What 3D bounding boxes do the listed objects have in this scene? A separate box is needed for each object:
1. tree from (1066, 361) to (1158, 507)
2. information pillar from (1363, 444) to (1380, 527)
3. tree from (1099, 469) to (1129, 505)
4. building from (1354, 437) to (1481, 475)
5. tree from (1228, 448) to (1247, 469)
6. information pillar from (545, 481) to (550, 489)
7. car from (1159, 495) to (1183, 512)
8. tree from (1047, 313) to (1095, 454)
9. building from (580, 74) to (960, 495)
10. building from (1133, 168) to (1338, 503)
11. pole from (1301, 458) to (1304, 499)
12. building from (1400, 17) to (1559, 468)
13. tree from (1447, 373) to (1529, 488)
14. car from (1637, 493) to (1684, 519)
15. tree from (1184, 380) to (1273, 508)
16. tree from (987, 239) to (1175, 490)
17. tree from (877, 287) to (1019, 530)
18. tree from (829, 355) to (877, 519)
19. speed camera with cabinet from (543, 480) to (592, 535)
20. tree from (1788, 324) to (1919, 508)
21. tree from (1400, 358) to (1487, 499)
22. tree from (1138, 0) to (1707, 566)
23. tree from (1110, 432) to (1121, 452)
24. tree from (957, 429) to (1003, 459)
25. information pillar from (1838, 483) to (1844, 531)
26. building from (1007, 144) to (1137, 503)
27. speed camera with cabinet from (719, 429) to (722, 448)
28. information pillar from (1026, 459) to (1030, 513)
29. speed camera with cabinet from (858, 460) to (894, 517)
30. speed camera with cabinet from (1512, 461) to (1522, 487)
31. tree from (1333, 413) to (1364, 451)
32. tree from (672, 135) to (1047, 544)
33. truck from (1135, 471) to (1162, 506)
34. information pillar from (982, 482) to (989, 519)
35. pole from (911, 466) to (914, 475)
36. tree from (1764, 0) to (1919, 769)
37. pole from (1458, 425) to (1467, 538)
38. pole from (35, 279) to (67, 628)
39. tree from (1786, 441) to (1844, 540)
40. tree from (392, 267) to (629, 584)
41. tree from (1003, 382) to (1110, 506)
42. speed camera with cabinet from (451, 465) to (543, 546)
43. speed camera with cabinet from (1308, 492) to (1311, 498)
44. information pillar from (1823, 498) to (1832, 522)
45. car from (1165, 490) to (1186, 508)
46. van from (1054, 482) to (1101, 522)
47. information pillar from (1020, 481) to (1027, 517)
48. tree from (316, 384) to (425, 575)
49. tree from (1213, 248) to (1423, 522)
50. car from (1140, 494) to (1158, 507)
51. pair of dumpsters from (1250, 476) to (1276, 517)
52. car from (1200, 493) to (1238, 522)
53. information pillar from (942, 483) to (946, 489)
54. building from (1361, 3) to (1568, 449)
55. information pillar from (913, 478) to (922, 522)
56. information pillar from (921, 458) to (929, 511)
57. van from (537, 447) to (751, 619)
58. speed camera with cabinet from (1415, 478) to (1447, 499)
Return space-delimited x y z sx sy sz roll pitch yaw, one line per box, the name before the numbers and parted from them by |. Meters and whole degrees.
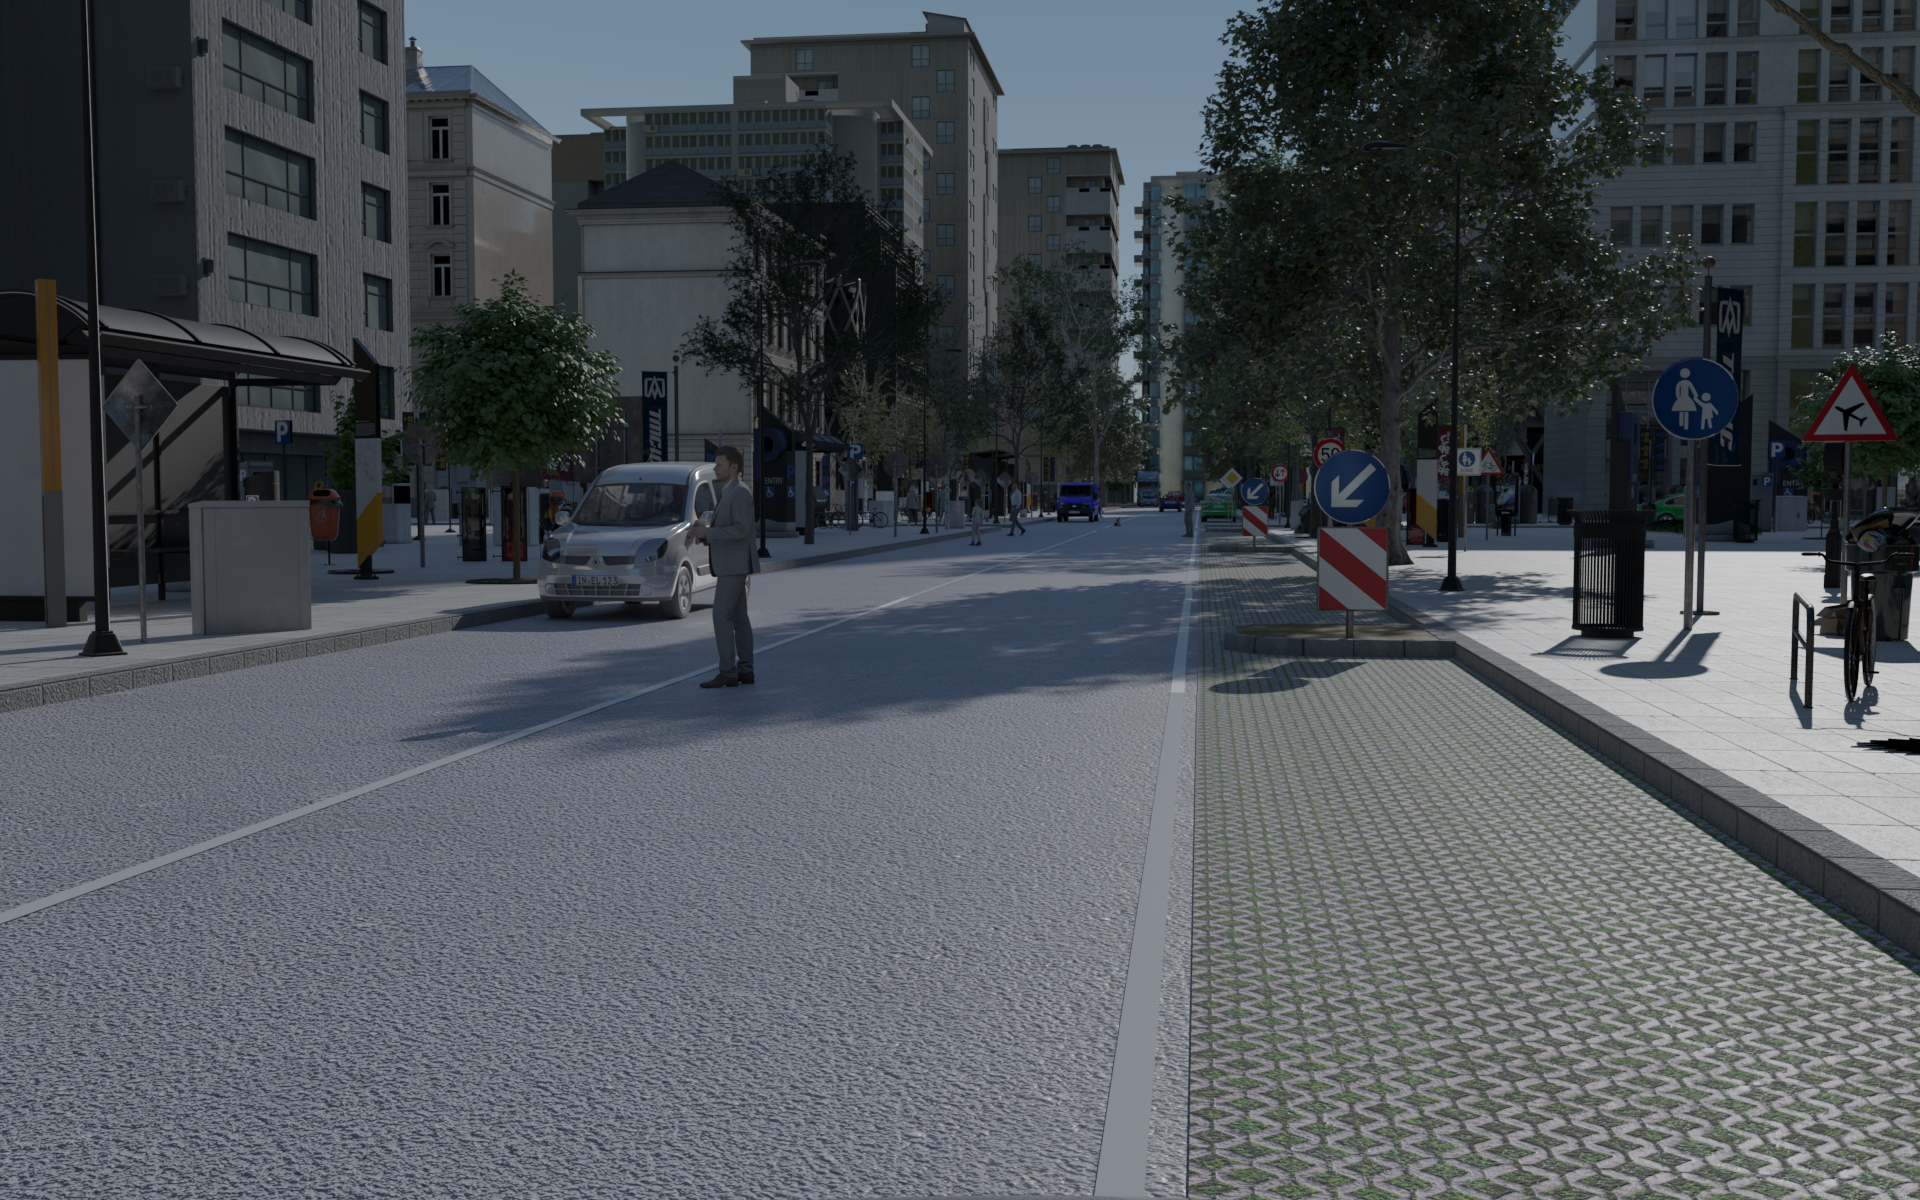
tree | 13.839 -15.844 165.702 9.857 13.997 8.962 0 3 0
information pillar | 10.262 -3.151 42.875 0.504 3.616 0.183 0 4 -2
tree | 17.500 -13.091 197.756 4.285 4.588 4.351 0 3 0
building | 52.436 -33.521 198.180 14.600 45.320 14.200 0 4 8
tree | 27.138 -13.410 169.622 4.737 8.622 4.395 0 3 0
information pillar | -22.427 -5.506 94.514 0.304 2.012 0.304 1 4 17
car | 16.853 -7.703 138.525 1.945 1.354 3.894 1 4 9
tree | 2.793 -9.015 81.802 7.601 10.594 8.767 1 4 17
building | -16.552 -28.924 164.793 32.217 40.220 23.993 0 4 8
building | 41.009 -38.871 255.154 30.456 49.044 23.786 0 4 8
pole | 18.474 -6.098 93.545 0.158 3.312 0.155 0 3 0
building | 45.688 -28.736 153.424 14.154 41.232 14.086 0 4 8
tree | 25.136 -8.002 81.202 4.360 8.622 3.978 0 3 0
car | 28.530 -3.558 66.966 4.718 1.807 1.959 1 4 9
tree | 25.477 -15.475 159.666 9.857 13.997 8.962 0 3 0
tree | 8.691 -16.560 126.649 12.611 20.169 13.585 0 3 0
tree | -0.222 -6.850 62.355 4.360 8.622 3.978 0 3 0
tree | -4.698 -8.575 90.570 4.360 8.622 3.978 0 3 0
speed camera with cabinet | -12.324 -3.685 54.579 2.038 3.252 0.660 1 4 12
tree | 17.994 -3.060 33.744 4.285 4.588 4.351 0 3 0
tree | 25.068 -8.527 89.773 4.737 8.622 4.395 0 3 0
tree | 7.900 -6.989 31.279 9.611 12.733 9.660 0 3 0
tree | 15.554 -14.380 185.472 4.737 8.622 4.395 0 3 0
tree | 1.309 -11.707 141.764 4.737 8.622 4.395 0 3 0
information pillar | 30.769 -3.413 60.290 0.304 2.012 0.304 1 4 12
building | 12.507 -41.064 260.639 27.495 52.752 28.713 0 4 8
speed camera with cabinet | -7.872 -3.589 53.011 0.660 3.252 2.038 -3 5 -42
information pillar | 4.497 -7.534 114.530 0.183 3.616 0.504 -2 4 -27
speed camera with cabinet | -4.618 -6.225 96.120 2.038 3.252 0.660 -1 4 -23
speed camera with cabinet | 33.123 -6.679 103.543 0.660 3.252 2.038 2 4 27
tree | 30.471 -11.623 140.395 4.737 8.622 4.395 0 3 0
tree | -3.631 -6.719 44.265 8.767 10.594 7.601 3 4 37
truck | 23.000 -13.374 208.416 2.967 4.110 18.799 1 4 9
information pillar | 1.279 -5.075 87.473 0.304 2.012 0.304 -2 4 -25
pole | -3.416 -8.017 124.926 0.158 3.312 0.155 0 3 0
tree | 4.946 -5.044 8.220 9.928 11.665 9.643 0 3 0
pole | 14.757 -3.488 50.876 0.158 3.312 0.155 0 3 0
pole | -8.706 -1.391 16.581 0.158 3.312 0.155 0 3 0
tree | 24.255 -3.325 48.967 1.663 3.219 1.824 0 3 0
tree | -6.552 -2.533 25.125 4.285 4.588 4.351 0 3 0
tree | 6.167 -9.792 110.461 4.737 8.622 4.395 0 3 0
speed camera with cabinet | -11.486 -2.964 42.796 2.038 3.252 0.660 1 4 10
speed camera with cabinet | 30.518 -9.305 146.470 2.038 3.252 0.660 -1 4 -15
information pillar | 39.485 -4.542 78.760 0.304 2.012 0.304 3 4 36
car | 22.614 -10.576 181.592 2.281 1.827 5.304 0 4 8
van | 6.129 -5.209 89.557 2.240 2.365 5.245 1 4 9
information pillar | 3.522 -5.613 96.267 0.304 2.012 0.304 3 5 43
tree | -9.740 -2.033 27.837 1.663 3.219 1.824 0 3 0
tree | 12.262 -8.609 58.880 7.486 12.596 7.792 0 3 0
car | 20.750 -10.902 190.242 2.014 1.417 4.499 0 4 8
pair of dumpsters | 16.623 -5.683 95.406 1.574 2.255 4.437 0 4 8
car | 13.270 -4.888 88.718 1.959 1.807 4.718 1 4 9
information pillar | -1.514 -8.882 149.715 0.304 2.012 0.304 1 4 22
building | 53.432 -52.672 173.863 22.319 86.520 31.000 0 4 8
information pillar | -1.946 -4.580 79.380 0.304 2.012 0.304 -1 4 -22
information pillar | -2.312 -7.499 113.969 0.504 3.616 0.183 0 4 0
van | -3.783 -0.872 21.267 2.013 2.044 4.112 0 4 8
speed camera with cabinet | 25.727 -6.101 94.090 0.660 3.252 2.038 -3 4 -38
